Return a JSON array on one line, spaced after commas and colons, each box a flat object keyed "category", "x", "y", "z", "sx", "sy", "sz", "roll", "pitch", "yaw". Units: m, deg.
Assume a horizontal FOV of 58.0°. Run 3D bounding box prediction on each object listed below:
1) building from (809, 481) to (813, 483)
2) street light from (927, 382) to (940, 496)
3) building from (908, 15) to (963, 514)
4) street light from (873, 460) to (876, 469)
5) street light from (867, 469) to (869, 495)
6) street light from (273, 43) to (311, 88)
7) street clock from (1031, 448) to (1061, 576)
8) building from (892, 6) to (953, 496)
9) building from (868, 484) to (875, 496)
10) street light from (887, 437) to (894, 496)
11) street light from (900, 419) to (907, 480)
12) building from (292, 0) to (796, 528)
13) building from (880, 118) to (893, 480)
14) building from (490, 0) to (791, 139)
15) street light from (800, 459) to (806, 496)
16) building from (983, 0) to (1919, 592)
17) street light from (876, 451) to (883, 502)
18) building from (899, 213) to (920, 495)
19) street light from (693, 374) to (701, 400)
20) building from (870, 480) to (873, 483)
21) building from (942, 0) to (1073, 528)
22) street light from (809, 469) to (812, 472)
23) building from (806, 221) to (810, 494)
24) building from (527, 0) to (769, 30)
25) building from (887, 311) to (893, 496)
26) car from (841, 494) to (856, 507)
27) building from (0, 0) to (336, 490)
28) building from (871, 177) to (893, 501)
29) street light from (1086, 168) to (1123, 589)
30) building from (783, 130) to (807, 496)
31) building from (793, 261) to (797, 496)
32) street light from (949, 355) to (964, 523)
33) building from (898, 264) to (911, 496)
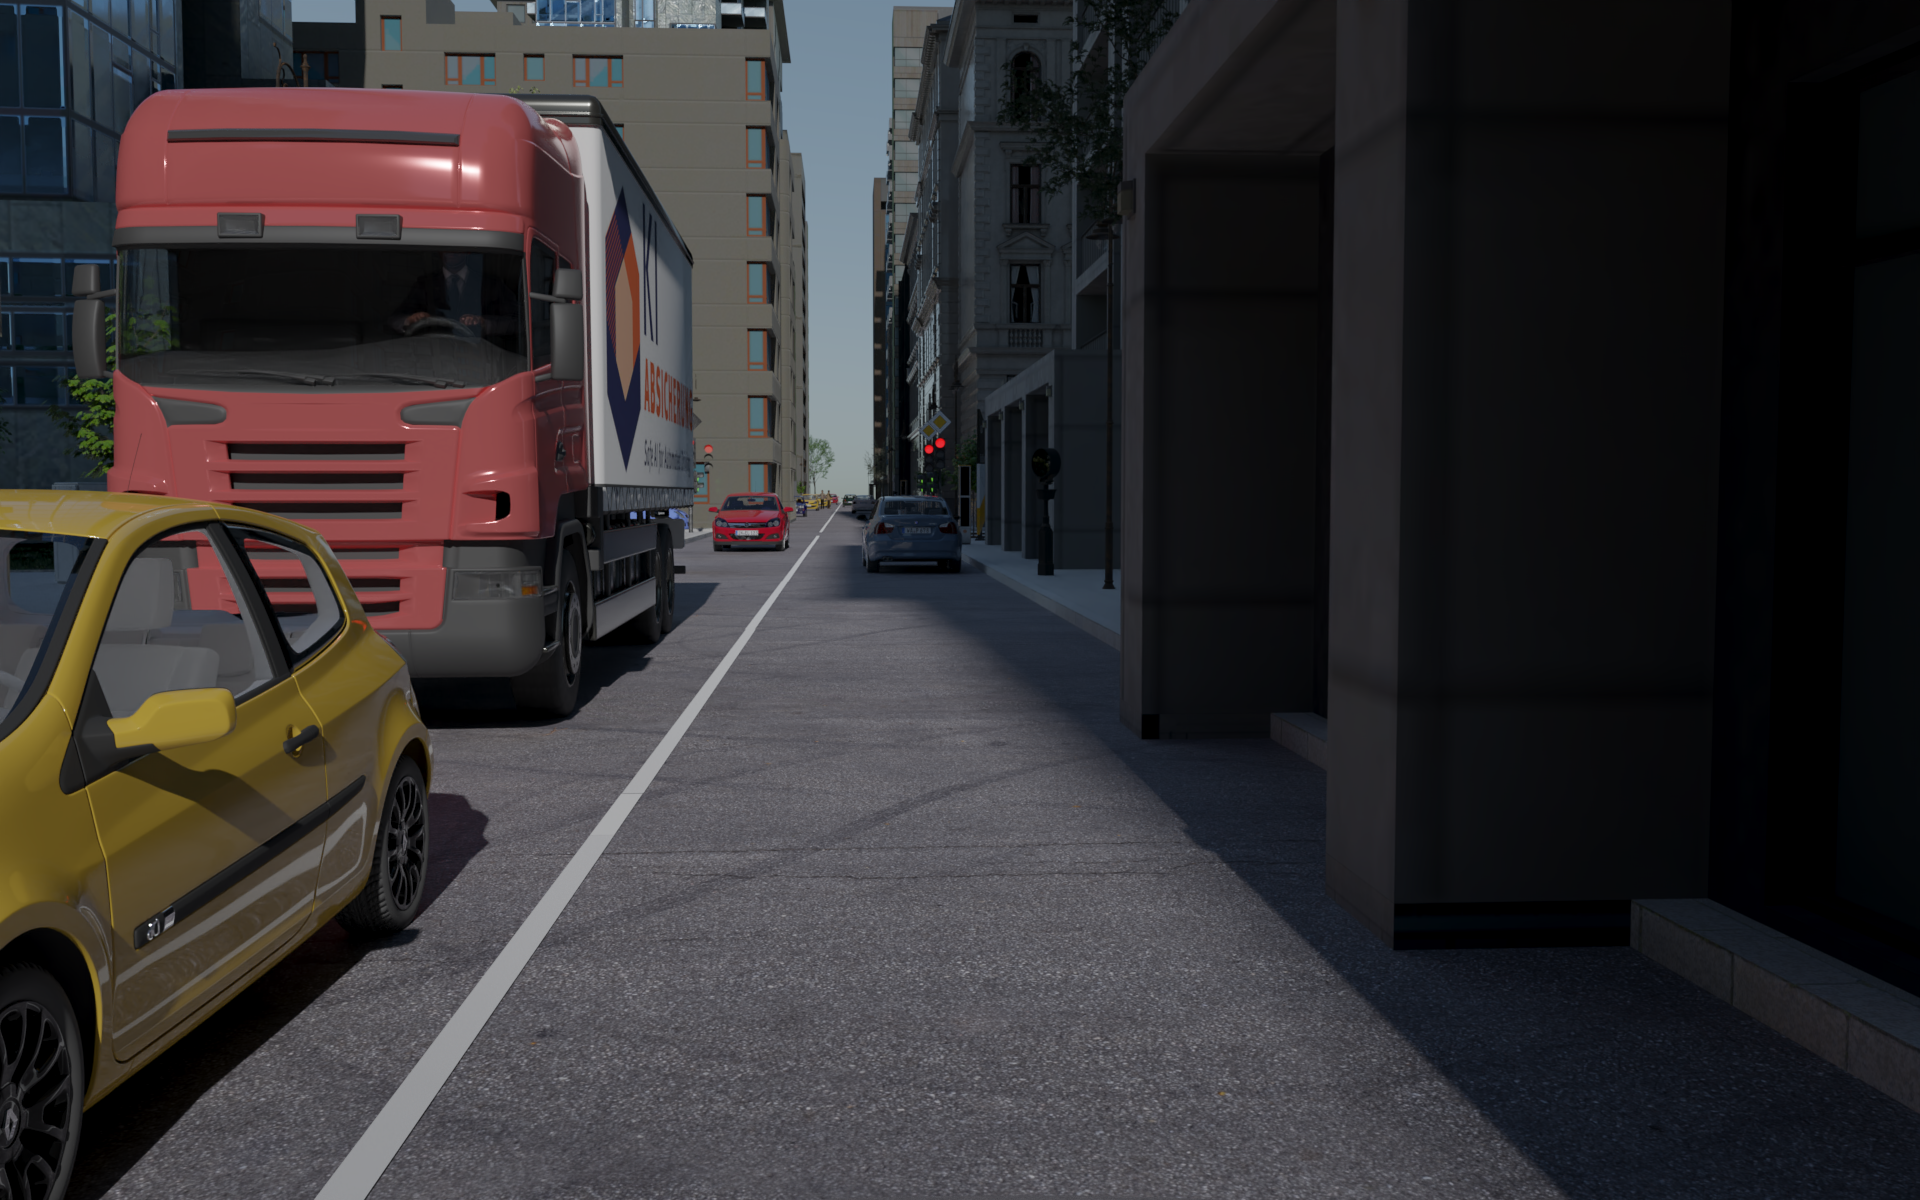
[{"category": "building", "x": -35.469, "y": -40.034, "z": 274.167, "sx": 23.786, "sy": 49.044, "sz": 30.456, "roll": 0, "pitch": 4, "yaw": -4}, {"category": "street light", "x": -1.103, "y": -6.047, "z": 71.654, "sx": 0.468, "sy": 5.910, "sz": 1.993, "roll": 0, "pitch": 4, "yaw": -4}, {"category": "building", "x": 3.917, "y": -17.987, "z": 91.349, "sx": 12.463, "sy": 27.353, "sz": 25.104, "roll": 0, "pitch": 4, "yaw": -4}, {"category": "street light", "x": -10.462, "y": -14.926, "z": 216.833, "sx": 0.468, "sy": 5.910, "sz": 1.993, "roll": 0, "pitch": 4, "yaw": -4}, {"category": "street light", "x": -13.676, "y": -17.920, "z": 265.784, "sx": 0.468, "sy": 5.910, "sz": 1.993, "roll": 0, "pitch": 4, "yaw": -4}, {"category": "street light", "x": -6.880, "y": -2.788, "z": 18.378, "sx": 0.468, "sy": 5.910, "sz": 1.993, "roll": 0, "pitch": 4, "yaw": -4}, {"category": "street clock", "x": 1.353, "y": -1.387, "z": 27.250, "sx": 0.358, "sy": 2.002, "sz": 0.471, "roll": -3, "pitch": 4, "yaw": -37}, {"category": "building", "x": 1.130, "y": -28.516, "z": 149.831, "sx": 14.154, "sy": 41.232, "sz": 14.086, "roll": 0, "pitch": 4, "yaw": -4}, {"category": "building", "x": 0.858, "y": -36.527, "z": 289.102, "sx": 32.217, "sy": 40.220, "sz": 23.993, "roll": 0, "pitch": 4, "yaw": -4}, {"category": "street light", "x": -6.016, "y": -10.695, "z": 147.652, "sx": 0.468, "sy": 5.910, "sz": 1.993, "roll": 0, "pitch": 4, "yaw": -4}, {"category": "street light", "x": -3.449, "y": -8.159, "z": 106.179, "sx": 0.468, "sy": 5.910, "sz": 1.993, "roll": 0, "pitch": 4, "yaw": -4}, {"category": "building", "x": -21.782, "y": -14.268, "z": 78.320, "sx": 27.650, "sy": 21.520, "sz": 28.899, "roll": 0, "pitch": 4, "yaw": -4}, {"category": "building", "x": 2.707, "y": -35.616, "z": 201.934, "sx": 23.786, "sy": 49.044, "sz": 30.456, "roll": 0, "pitch": 4, "yaw": -4}, {"category": "building", "x": -32.580, "y": -36.366, "z": 183.826, "sx": 28.713, "sy": 52.752, "sz": 27.495, "roll": 0, "pitch": 4, "yaw": -4}, {"category": "street light", "x": -20.273, "y": -15.483, "z": 225.938, "sx": 0.468, "sy": 5.910, "sz": 1.993, "roll": 0, "pitch": 4, "yaw": -4}, {"category": "building", "x": 11.479, "y": -36.342, "z": 32.447, "sx": 20.563, "sy": 71.187, "sz": 20.611, "roll": 0, "pitch": 4, "yaw": -4}, {"category": "street light", "x": -8.317, "y": -12.819, "z": 182.377, "sx": 0.468, "sy": 5.910, "sz": 1.993, "roll": 0, "pitch": 4, "yaw": -4}, {"category": "building", "x": 2.087, "y": -17.052, "z": 114.957, "sx": 11.583, "sy": 22.565, "sz": 21.152, "roll": 0, "pitch": 4, "yaw": -4}, {"category": "street light", "x": -9.956, "y": -5.697, "z": 65.940, "sx": 0.468, "sy": 5.910, "sz": 1.993, "roll": 0, "pitch": 4, "yaw": -4}, {"category": "building", "x": -1.658, "y": -39.256, "z": 261.441, "sx": 23.786, "sy": 49.044, "sz": 30.456, "roll": 0, "pitch": 4, "yaw": -4}, {"category": "building", "x": 9.518, "y": -14.807, "z": 70.973, "sx": 19.941, "sy": 23.489, "sz": 11.050, "roll": 0, "pitch": 4, "yaw": -4}, {"category": "street light", "x": -22.525, "y": -17.582, "z": 260.248, "sx": 0.468, "sy": 5.910, "sz": 1.993, "roll": 0, "pitch": 4, "yaw": -4}, {"category": "building", "x": -29.168, "y": -34.751, "z": 251.775, "sx": 14.154, "sy": 41.232, "sz": 14.086, "roll": 0, "pitch": 4, "yaw": -4}, {"category": "building", "x": -26.723, "y": -51.436, "z": 153.646, "sx": 22.319, "sy": 86.520, "sz": 31.000, "roll": 0, "pitch": 4, "yaw": -4}, {"category": "building", "x": 6.902, "y": -20.038, "z": 172.658, "sx": 27.650, "sy": 21.520, "sz": 28.899, "roll": 0, "pitch": 4, "yaw": -4}, {"category": "car", "x": -11.951, "y": -10.948, "z": 188.793, "sx": 2.009, "sy": 1.686, "sz": 4.222, "roll": 0, "pitch": 4, "yaw": -4}, {"category": "building", "x": -32.021, "y": -44.827, "z": 45.596, "sx": 31.000, "sy": 86.520, "sz": 22.319, "roll": 0, "pitch": 4, "yaw": -4}, {"category": "building", "x": -5.007, "y": -36.018, "z": 239.007, "sx": 14.600, "sy": 45.320, "sz": 14.200, "roll": 0, "pitch": 4, "yaw": -4}, {"category": "street light", "x": 2.012, "y": -3.086, "z": 23.241, "sx": 0.468, "sy": 5.910, "sz": 1.993, "roll": 0, "pitch": 4, "yaw": -4}, {"category": "building", "x": -31.642, "y": -37.281, "z": 233.244, "sx": 21.300, "sy": 48.544, "sz": 21.600, "roll": 0, "pitch": 4, "yaw": -4}, {"category": "building", "x": -26.745, "y": -26.554, "z": 205.851, "sx": 14.160, "sy": 30.474, "sz": 14.107, "roll": 0, "pitch": 4, "yaw": -4}, {"category": "street light", "x": -0.133, "y": -5.196, "z": 57.737, "sx": 0.468, "sy": 5.910, "sz": 1.993, "roll": 0, "pitch": 4, "yaw": -4}, {"category": "building", "x": 1.634, "y": -18.595, "z": 133.713, "sx": 12.332, "sy": 23.373, "sz": 15.834, "roll": 0, "pitch": 4, "yaw": -4}]
